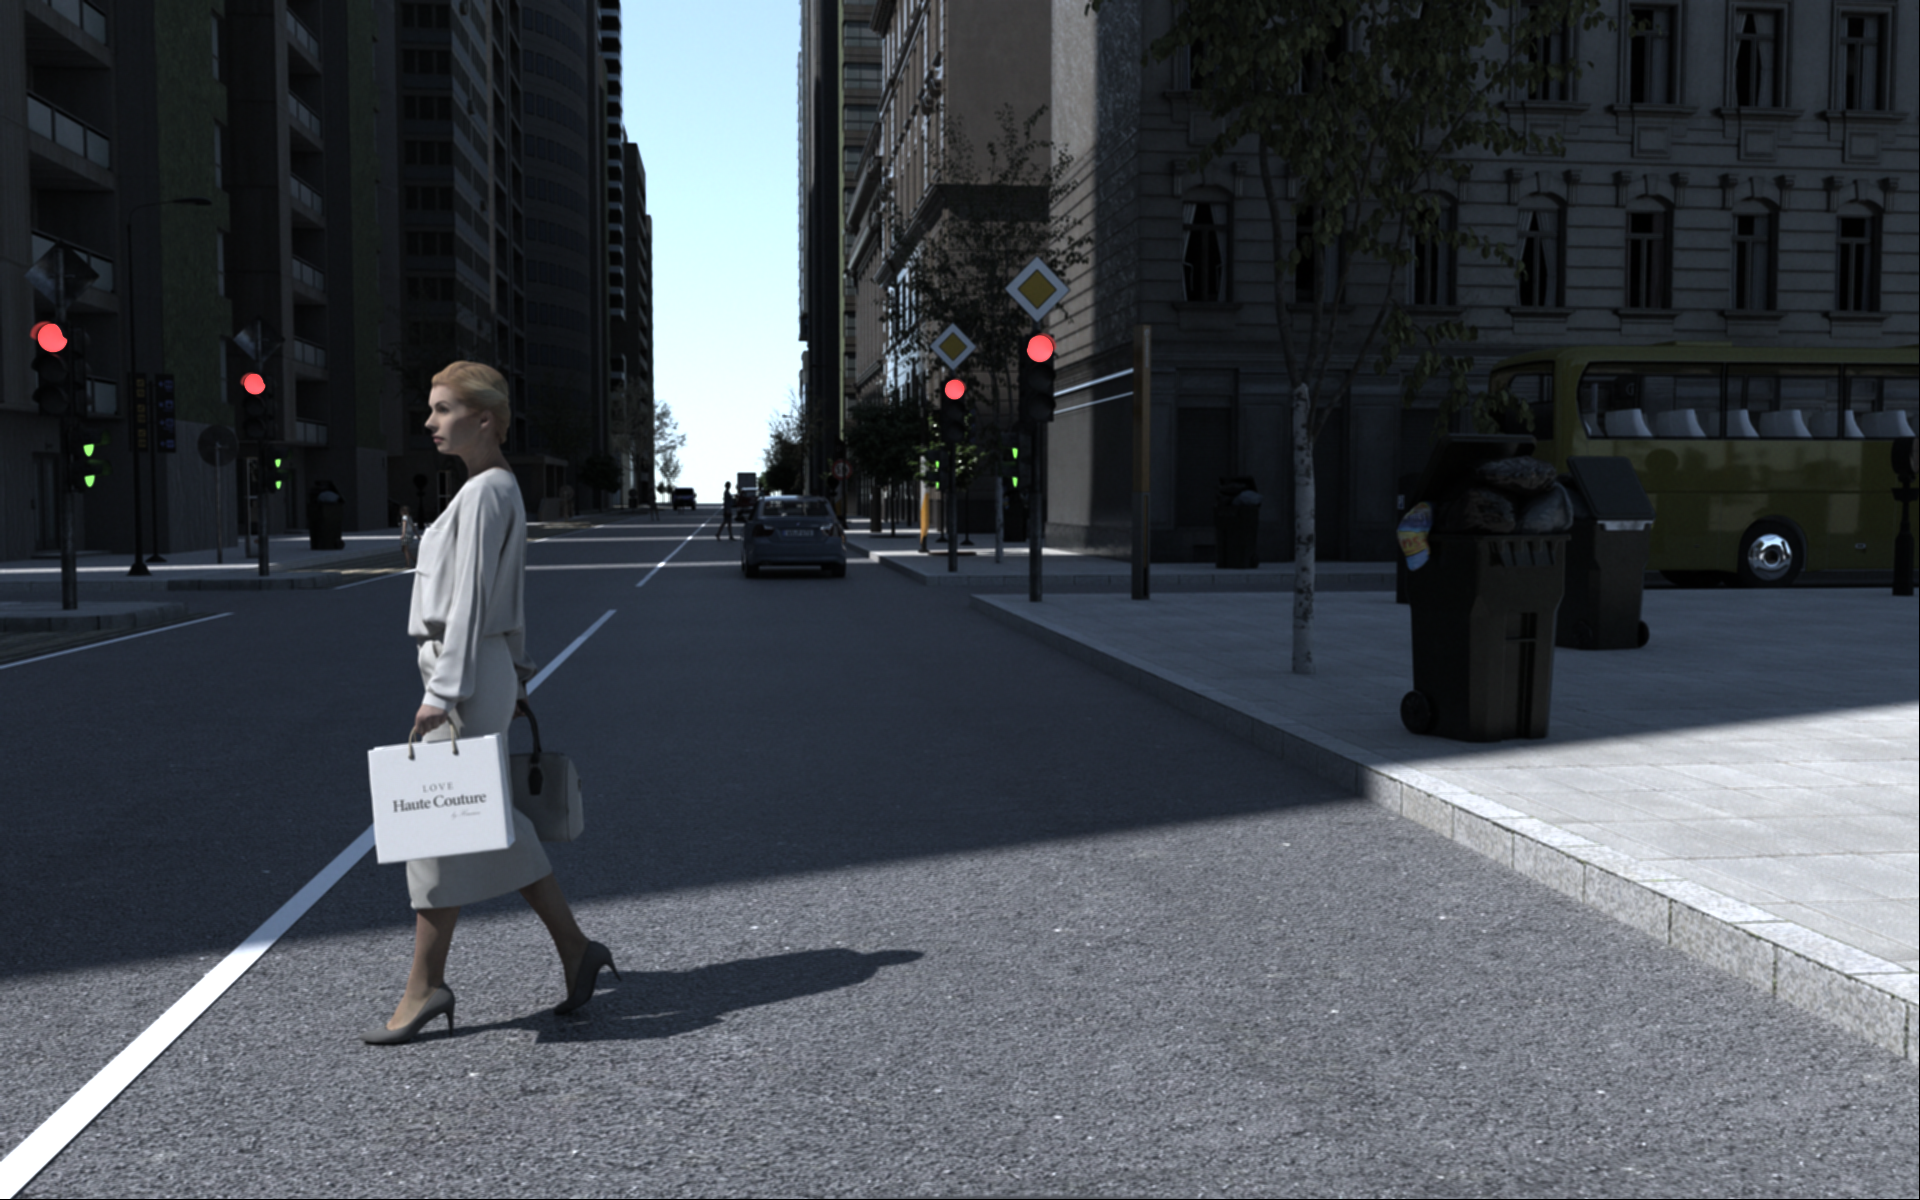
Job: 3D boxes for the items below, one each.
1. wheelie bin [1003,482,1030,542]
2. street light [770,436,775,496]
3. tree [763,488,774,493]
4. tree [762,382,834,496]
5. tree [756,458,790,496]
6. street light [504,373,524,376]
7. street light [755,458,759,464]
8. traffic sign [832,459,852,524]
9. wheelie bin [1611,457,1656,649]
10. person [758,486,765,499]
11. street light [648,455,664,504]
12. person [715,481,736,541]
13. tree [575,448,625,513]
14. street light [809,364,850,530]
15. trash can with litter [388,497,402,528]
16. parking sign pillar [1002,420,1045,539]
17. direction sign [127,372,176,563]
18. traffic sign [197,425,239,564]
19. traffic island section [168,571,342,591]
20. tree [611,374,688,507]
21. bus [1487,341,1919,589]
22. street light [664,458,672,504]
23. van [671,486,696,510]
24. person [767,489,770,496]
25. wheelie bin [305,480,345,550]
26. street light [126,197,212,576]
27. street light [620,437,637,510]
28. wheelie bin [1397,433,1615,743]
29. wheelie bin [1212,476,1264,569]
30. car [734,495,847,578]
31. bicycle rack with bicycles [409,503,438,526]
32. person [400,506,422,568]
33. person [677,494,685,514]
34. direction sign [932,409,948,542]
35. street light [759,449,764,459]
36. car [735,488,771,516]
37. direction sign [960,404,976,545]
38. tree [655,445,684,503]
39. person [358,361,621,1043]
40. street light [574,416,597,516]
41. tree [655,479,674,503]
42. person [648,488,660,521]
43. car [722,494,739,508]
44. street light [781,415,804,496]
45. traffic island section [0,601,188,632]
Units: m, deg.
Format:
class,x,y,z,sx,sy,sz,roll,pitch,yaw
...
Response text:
class,x,y,z,sx,sy,sz,roll,pitch,yaw
wheelie bin,1.490,-2.356,46.431,0.693,1.594,0.980,1,4,20
street light,-14.541,-10.165,138.733,1.470,5.913,1.316,0,4,-7
tree,-26.948,-15.156,242.404,1.663,3.219,1.824,0,3,0
tree,-10.428,-9.949,113.035,4.360,8.622,3.978,0,3,0
tree,-15.948,-10.512,155.583,4.285,4.588,4.351,0,3,0
street light,-17.383,-5.744,66.448,1.470,5.913,1.316,0,4,-7
street light,-25.269,-15.264,222.107,1.470,5.913,1.316,0,4,-7
traffic sign,-4.330,-3.885,63.628,0.768,2.556,0.104,0,4,-4
wheelie bin,5.296,-0.402,14.480,0.980,1.594,0.693,-1,4,-21
person,-10.531,-5.118,92.036,0.748,1.841,0.638,3,5,41
street light,-32.857,-13.050,185.904,1.470,5.913,1.316,0,4,-7
person,-7.206,-2.744,53.389,0.654,1.822,0.581,1,4,14
tree,-25.074,-8.389,120.881,4.285,4.588,4.351,0,3,0
street light,-4.686,-5.473,62.032,1.470,5.913,1.316,0,4,-7
trash can with litter,-21.445,-3.342,66.034,1.055,1.170,0.624,-3,5,-39
parking sign pillar,1.773,-3.794,50.499,1.447,3.967,1.447,-3,4,-36
direction sign,-15.152,-2.479,32.531,0.379,3.537,0.876,3,4,38
traffic sign,-13.656,-1.944,31.884,0.768,2.556,0.104,0,4,2
traffic island section,-10.950,-0.301,27.205,2.009,0.180,2.903,0,4,-7
tree,-32.824,-16.253,176.100,12.009,13.543,11.850,0,3,0
bus,14.358,-2.129,26.359,12.252,3.916,2.896,0,4,-6
street light,-38.089,-15.482,225.664,1.470,5.913,1.316,0,4,-7
van,-24.799,-9.266,155.883,2.240,2.365,5.245,0,4,-7
person,-13.768,-7.125,124.936,0.705,1.831,1.348,0,4,-1
wheelie bin,-14.604,-1.954,39.861,0.980,1.594,0.693,2,4,33
street light,-12.390,-3.341,27.162,1.470,5.913,1.316,0,4,-7
street light,-27.189,-10.364,141.990,1.470,5.913,1.316,0,4,-7
wheelie bin,2.812,-0.078,9.189,0.980,1.594,0.693,-2,4,-25
wheelie bin,4.771,-1.340,29.816,0.980,1.594,0.693,3,4,36
car,-3.025,-1.166,31.074,2.014,1.417,4.499,-1,4,-8
bicycle rack with bicycles,-21.069,-3.484,70.353,2.925,0.926,2.852,-2,4,-24
person,-10.555,-1.203,33.186,0.382,1.210,0.505,0,4,-2
person,-20.005,-6.859,123.835,0.799,1.438,0.628,1,4,19
direction sign,-0.468,-3.304,46.012,0.379,3.537,0.876,-3,4,-36
street light,-19.764,-12.622,178.911,1.470,5.913,1.316,0,4,-7
car,-12.844,-6.046,107.533,2.281,1.827,5.304,0,4,-8
direction sign,0.177,-3.148,43.473,0.379,3.537,0.876,2,4,27
tree,-41.466,-18.149,247.091,4.737,8.622,4.395,0,3,0
person,-1.248,0.261,4.587,0.624,1.780,0.694,0,4,3
street light,-22.182,-7.961,102.706,1.470,5.913,1.316,0,4,-7
tree,-38.130,-13.890,221.708,1.663,3.219,1.824,0,3,0
person,-16.563,-5.188,93.658,0.599,1.781,0.374,1,4,15
car,-20.694,-9.073,158.132,2.009,1.686,4.222,-1,4,-8
street light,-9.843,-7.940,102.360,1.470,5.913,1.316,0,4,-7
traffic island section,-9.928,0.183,19.285,2.009,0.180,2.903,0,4,-7
